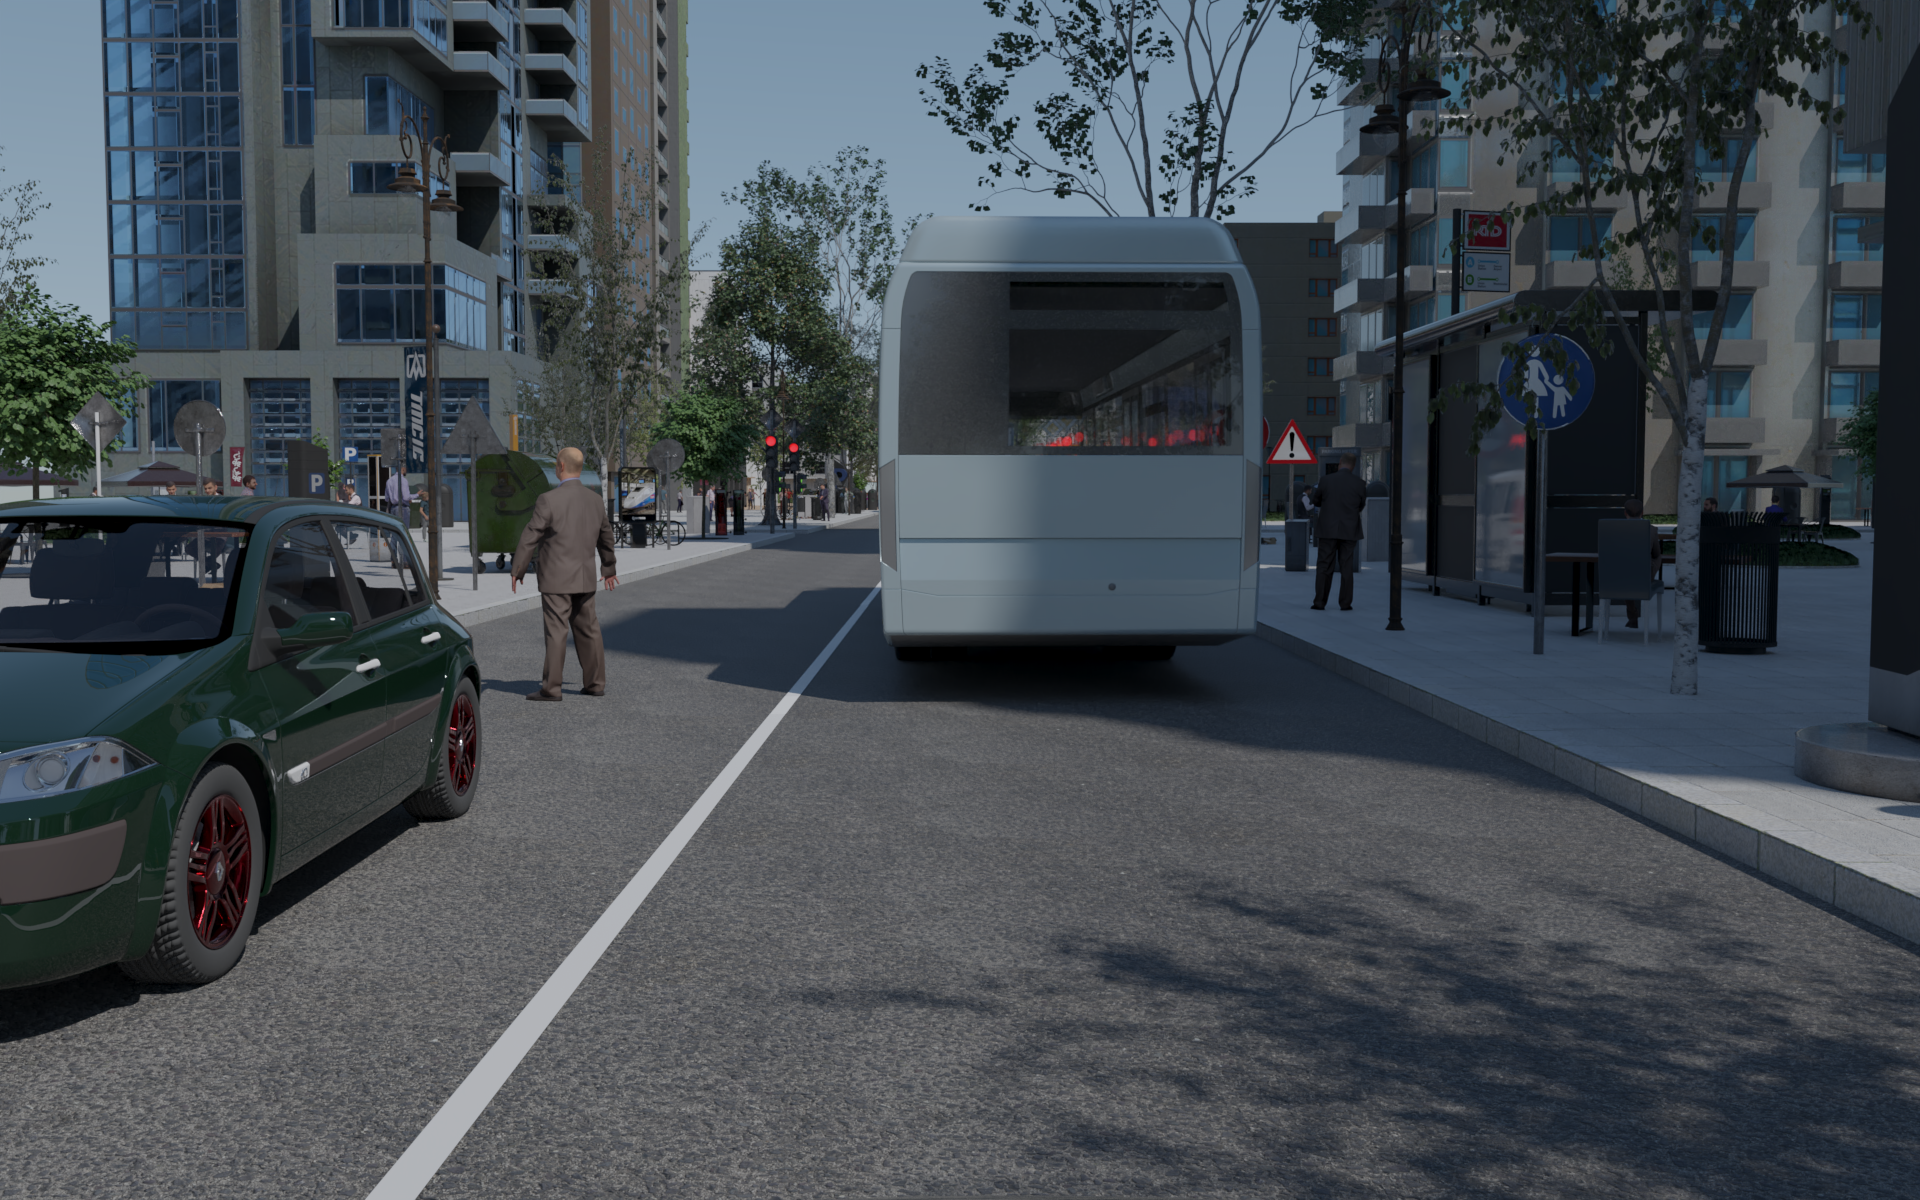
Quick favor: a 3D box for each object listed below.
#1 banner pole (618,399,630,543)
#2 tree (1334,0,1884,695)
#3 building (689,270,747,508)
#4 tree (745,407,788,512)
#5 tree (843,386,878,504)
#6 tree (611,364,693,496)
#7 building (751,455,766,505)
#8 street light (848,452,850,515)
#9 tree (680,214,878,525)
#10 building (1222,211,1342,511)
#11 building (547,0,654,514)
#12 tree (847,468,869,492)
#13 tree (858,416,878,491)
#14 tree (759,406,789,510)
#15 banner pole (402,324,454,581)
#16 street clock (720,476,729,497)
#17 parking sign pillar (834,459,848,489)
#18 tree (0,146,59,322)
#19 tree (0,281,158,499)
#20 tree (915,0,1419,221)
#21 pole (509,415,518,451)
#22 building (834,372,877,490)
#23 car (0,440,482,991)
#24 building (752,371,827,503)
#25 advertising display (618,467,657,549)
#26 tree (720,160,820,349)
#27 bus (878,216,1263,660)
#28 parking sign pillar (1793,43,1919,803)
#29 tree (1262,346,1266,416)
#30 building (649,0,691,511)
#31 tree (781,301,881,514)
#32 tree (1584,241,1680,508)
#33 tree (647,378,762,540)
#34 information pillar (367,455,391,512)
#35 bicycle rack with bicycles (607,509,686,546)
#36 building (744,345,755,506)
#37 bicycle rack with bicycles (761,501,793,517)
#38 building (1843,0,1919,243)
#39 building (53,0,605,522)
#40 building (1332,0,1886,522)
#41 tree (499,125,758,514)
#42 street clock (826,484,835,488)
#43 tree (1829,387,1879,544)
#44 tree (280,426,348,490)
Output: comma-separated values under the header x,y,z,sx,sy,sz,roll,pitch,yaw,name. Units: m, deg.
x,y,z,sx,sy,sz,roll,pitch,yaw,name
-8.927,-3.419,45.913,0.401,3.779,0.863,-1,4,-22,banner pole
4.600,-3.714,11.088,4.360,8.622,3.978,0,3,0,tree
-35.130,-19.084,155.992,27.936,21.610,32.646,0,4,0,building
-14.088,-10.941,129.244,4.737,8.622,4.395,0,3,0,tree
-7.878,-15.588,172.987,7.486,12.596,7.792,0,3,0,tree
-17.243,-8.898,95.839,4.737,8.622,4.395,0,3,0,tree
-35.263,-15.590,197.038,28.070,9.664,9.099,0,4,0,building
-6.677,-8.030,104.077,0.468,5.910,1.993,0,4,0,street light
-7.700,-9.428,71.161,9.611,12.733,9.660,0,3,0,tree
30.560,-17.119,124.938,27.650,21.520,28.899,0,4,0,building
-28.586,-28.415,114.695,14.600,45.320,14.200,0,4,0,building
-7.740,-8.208,128.799,1.663,3.219,1.824,0,3,0,tree
-7.833,-12.656,157.289,4.360,8.622,3.978,0,3,0,tree
-14.562,-11.298,135.077,4.360,8.622,3.978,0,3,0,tree
-7.944,-2.187,25.769,0.863,3.779,0.401,2,4,26,banner pole
-7.589,-3.125,55.657,0.358,2.002,0.471,0,4,-6,street clock
-9.036,-8.735,131.282,1.447,3.967,1.447,1,4,12,parking sign pillar
-21.015,-5.253,36.254,4.360,8.622,3.978,0,3,0,tree
-14.301,-2.645,26.961,4.285,4.588,4.351,0,3,0,tree
5.210,-11.353,41.517,12.611,20.169,13.585,0,3,0,tree
-11.487,-3.107,44.645,0.158,3.312,0.155,0,3,0,pole
-12.234,-23.739,244.555,11.380,20.091,16.016,0,4,0,building
-3.029,0.214,6.295,2.009,1.686,4.222,0,4,-1,car
-33.668,-23.140,244.801,31.486,18.905,16.747,0,4,0,building
-7.636,-2.189,41.008,0.974,1.923,0.123,-3,5,-42,advertising display
-5.591,-14.452,92.174,12.611,20.169,13.585,0,3,0,tree
0.551,-1.422,18.118,2.948,3.499,13.247,0,4,-2,bus
4.496,-1.167,7.559,1.447,3.967,1.447,0,4,6,parking sign pillar
11.227,-7.509,73.129,4.360,8.622,3.978,0,3,0,tree
-28.143,-27.241,128.991,14.154,41.232,14.086,0,4,0,building
-7.103,-12.274,111.056,12.009,13.543,11.850,0,3,0,tree
18.551,-6.028,48.924,4.737,8.622,4.395,0,3,0,tree
-7.292,-4.003,49.163,4.285,4.588,4.351,0,3,0,tree
-10.897,-1.716,32.541,0.304,2.012,0.304,3,4,36,information pillar
-8.146,-1.830,43.299,2.925,0.926,2.852,1,4,18,bicycle rack with bicycles
-29.456,-19.671,178.033,16.016,20.091,11.380,0,4,0,building
-9.378,-5.067,96.229,2.925,0.926,2.852,0,4,5,bicycle rack with bicycles
32.578,-26.565,23.585,28.713,52.752,27.495,0,4,0,building
-31.351,-47.596,90.869,22.319,86.520,31.000,0,4,0,building
34.360,-28.616,87.482,30.456,49.044,23.786,0,4,0,building
-7.184,-5.221,35.730,4.360,8.622,3.978,0,3,0,tree
-7.647,-5.969,102.167,0.471,2.002,0.358,-3,5,-41,street clock
24.312,-3.732,44.729,4.285,4.588,4.351,0,3,0,tree
-18.276,-3.362,49.563,1.663,3.219,1.824,0,3,0,tree
